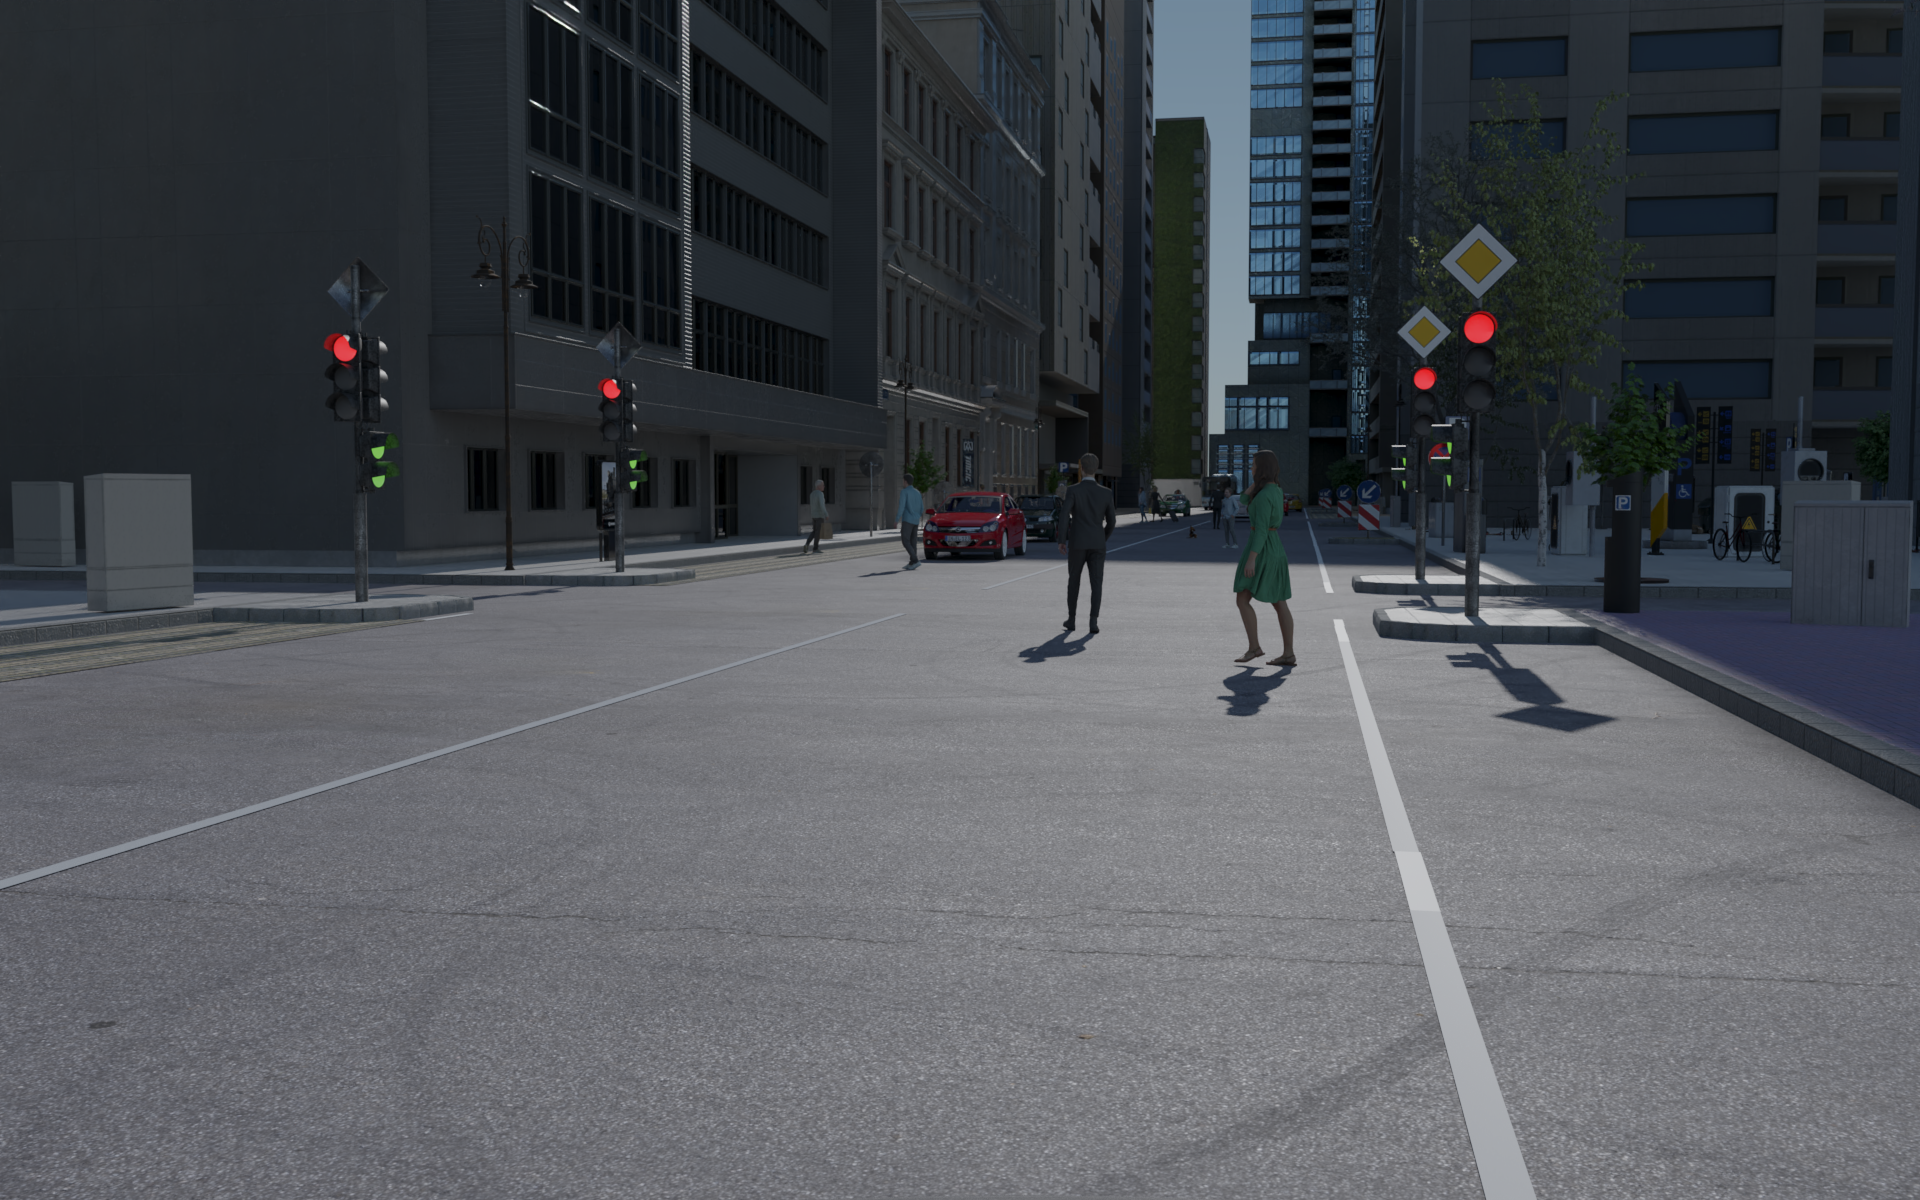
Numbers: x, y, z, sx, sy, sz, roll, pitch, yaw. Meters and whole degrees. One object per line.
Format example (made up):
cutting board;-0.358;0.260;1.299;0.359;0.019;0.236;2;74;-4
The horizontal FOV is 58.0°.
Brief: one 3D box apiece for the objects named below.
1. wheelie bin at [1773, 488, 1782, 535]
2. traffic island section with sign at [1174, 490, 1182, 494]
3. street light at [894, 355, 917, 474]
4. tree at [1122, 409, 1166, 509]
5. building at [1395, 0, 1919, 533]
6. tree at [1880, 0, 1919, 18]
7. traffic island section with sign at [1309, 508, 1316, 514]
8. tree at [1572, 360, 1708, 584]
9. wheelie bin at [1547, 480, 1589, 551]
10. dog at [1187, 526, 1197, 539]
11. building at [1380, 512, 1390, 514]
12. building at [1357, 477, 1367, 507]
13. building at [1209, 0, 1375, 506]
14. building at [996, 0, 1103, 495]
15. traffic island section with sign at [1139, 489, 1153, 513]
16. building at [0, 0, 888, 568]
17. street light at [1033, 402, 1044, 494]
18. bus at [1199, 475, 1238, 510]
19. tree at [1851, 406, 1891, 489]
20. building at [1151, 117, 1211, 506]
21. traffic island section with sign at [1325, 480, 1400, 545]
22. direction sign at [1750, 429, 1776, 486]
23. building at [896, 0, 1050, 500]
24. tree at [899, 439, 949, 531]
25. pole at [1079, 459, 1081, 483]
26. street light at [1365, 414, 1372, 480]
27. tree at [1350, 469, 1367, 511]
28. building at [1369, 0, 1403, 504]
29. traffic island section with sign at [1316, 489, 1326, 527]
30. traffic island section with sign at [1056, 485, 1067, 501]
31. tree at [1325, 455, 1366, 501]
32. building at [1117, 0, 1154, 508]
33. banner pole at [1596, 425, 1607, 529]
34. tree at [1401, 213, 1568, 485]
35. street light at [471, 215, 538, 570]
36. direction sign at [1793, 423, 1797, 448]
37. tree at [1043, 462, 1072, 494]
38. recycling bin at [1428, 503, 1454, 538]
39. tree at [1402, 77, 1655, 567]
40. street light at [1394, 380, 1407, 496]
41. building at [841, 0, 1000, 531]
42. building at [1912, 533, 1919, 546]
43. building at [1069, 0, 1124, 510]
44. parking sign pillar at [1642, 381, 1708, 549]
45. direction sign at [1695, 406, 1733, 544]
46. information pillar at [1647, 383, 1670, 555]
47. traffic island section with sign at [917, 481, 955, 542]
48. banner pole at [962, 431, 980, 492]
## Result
wheelie bin;25.956;-2.849;54.492;0.693;1.594;0.980;0;4;-1
traffic island section with sign;19.523;-8.937;154.751;1.989;1.847;2.006;1;4;11
street light;-1.812;-5.200;57.806;0.468;5.910;1.993;1;4;11
tree;15.848;-12.137;148.796;4.737;8.622;4.395;0;3;0
building;30.376;-32.668;76.123;21.231;58.520;28.212;1;4;11
tree;6.876;-5.981;8.166;12.009;13.543;11.850;0;3;0
traffic island section with sign;26.614;-7.188;126.146;1.989;1.847;2.006;1;4;11
tree;9.703;-1.876;25.268;1.663;3.219;1.824;0;3;0
wheelie bin;13.289;-1.835;37.908;0.693;1.594;0.980;2;4;34
dog;7.468;-2.201;56.173;0.550;0.427;0.748;3;4;37
building;43.902;-25.704;112.134;32.217;40.220;23.993;1;4;11
building;53.134;-28.476;157.466;32.217;40.220;23.993;1;4;11
building;43.968;-53.715;190.919;31.000;86.520;22.319;1;4;11
building;-4.992;-32.343;118.051;28.713;52.752;27.495;1;4;11
traffic island section with sign;14.325;-7.319;128.300;1.989;1.847;2.006;1;4;11
building;-12.163;-13.820;45.024;14.314;24.678;30.058;1;4;11
street light;3.943;-6.986;87.016;0.468;5.910;1.993;1;4;11
bus;23.708;-9.975;157.958;2.948;3.499;13.247;1;4;12
tree;32.639;-4.680;60.230;4.285;4.588;4.351;0;3;0
building;20.395;-31.104;192.143;14.086;41.232;14.154;1;4;11
traffic island section with sign;11.702;-2.541;50.179;1.989;1.847;2.006;1;4;11
direction sign;27.730;-4.151;59.874;0.876;3.537;0.379;0;4;-1
building;-3.322;-18.657;90.947;13.634;28.700;20.117;1;4;11
tree;-1.196;-4.039;60.632;1.663;3.219;1.824;0;3;0
pole;7.025;-6.583;101.477;0.158;3.312;0.155;0;3;0
street light;23.144;-7.672;98.230;0.468;5.910;1.993;1;4;11
tree;30.853;-8.518;133.875;1.663;3.219;1.824;0;3;0
building;43.662;-31.326;135.878;21.300;48.544;21.600;1;4;11
traffic island section with sign;16.883;-4.159;76.633;1.989;1.847;2.006;1;4;11
traffic island section with sign;4.694;-4.319;79.237;1.989;1.847;2.006;1;4;11
tree;32.579;-9.957;146.507;4.285;4.588;4.351;0;3;0
building;4.261;-38.278;167.849;28.212;58.520;21.231;1;4;11
banner pole;23.271;-4.470;63.102;0.863;3.779;0.401;-2;4;-33
tree;13.467;-5.802;45.226;4.360;8.622;3.978;0;3;0
street light;-7.588;-3.438;29.005;0.468;5.910;1.993;1;4;11
direction sign;26.821;-3.889;55.575;0.379;3.537;0.876;3;4;39
tree;5.602;-6.579;102.161;1.663;3.219;1.824;0;3;0
recycling bin;14.259;-2.353;51.020;0.722;1.027;0.722;0;4;-2
tree;10.130;-4.888;30.283;4.737;8.622;4.395;0;3;0
street light;17.506;-5.887;69.042;0.468;5.910;1.993;1;4;11
building;-5.896;-14.342;70.650;11.583;22.565;21.152;1;4;11
building;36.011;-29.951;31.692;28.212;58.520;21.231;1;4;11
building;5.329;-29.807;137.463;14.600;45.320;14.200;1;4;11
parking sign pillar;16.893;-3.201;40.810;1.447;3.967;1.447;0;4;8
direction sign;19.481;-3.230;44.804;0.876;3.537;0.379;2;4;35
information pillar;14.642;-2.745;36.231;0.183;3.616;0.504;-1;4;-10
traffic island section with sign;-0.531;-2.688;52.582;1.989;1.847;2.006;1;4;11
banner pole;0.489;-4.818;68.796;0.863;3.779;0.401;0;4;-3
